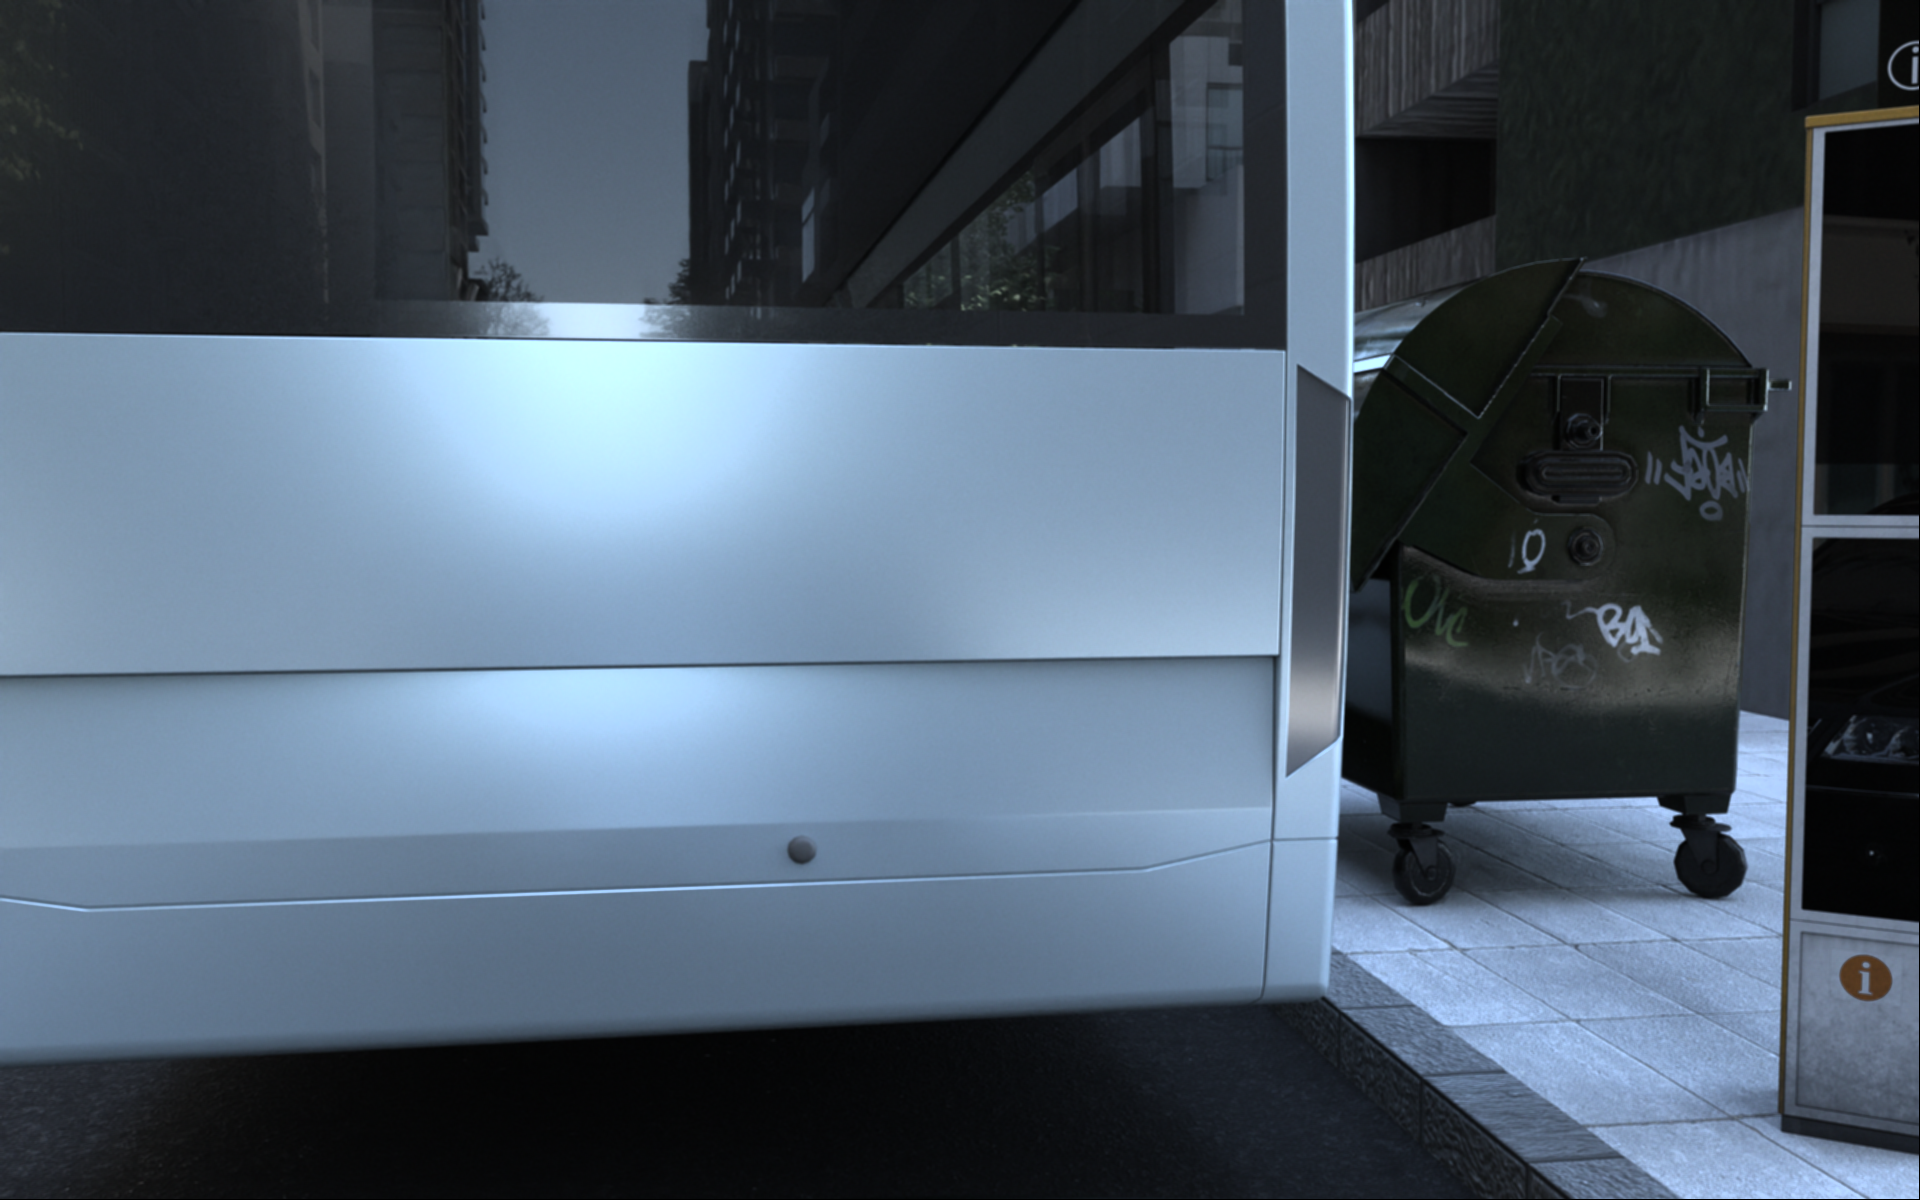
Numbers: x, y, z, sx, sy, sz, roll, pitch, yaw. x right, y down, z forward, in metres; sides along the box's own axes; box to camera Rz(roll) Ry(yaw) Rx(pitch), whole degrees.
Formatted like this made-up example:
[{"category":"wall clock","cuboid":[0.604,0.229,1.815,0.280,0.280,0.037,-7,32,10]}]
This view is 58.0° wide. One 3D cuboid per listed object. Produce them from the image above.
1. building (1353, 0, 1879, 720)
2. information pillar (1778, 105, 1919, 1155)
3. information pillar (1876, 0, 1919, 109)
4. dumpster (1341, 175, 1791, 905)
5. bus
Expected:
[{"category":"building","cuboid":[10.785,-14.927,15.752,14.160,30.474,14.107,-1,4,-8]},{"category":"information pillar","cuboid":[1.845,0.062,3.473,0.304,2.012,0.304,2,4,30]},{"category":"information pillar","cuboid":[4.056,-0.973,7.266,0.504,3.616,0.183,2,4,25]},{"category":"dumpster","cuboid":[1.743,-0.225,6.180,1.502,2.255,1.985,-1,4,-8]},{"category":"bus","cuboid":[-1.644,-0.891,9.429,2.948,3.499,13.247,-1,4,-10]}]
